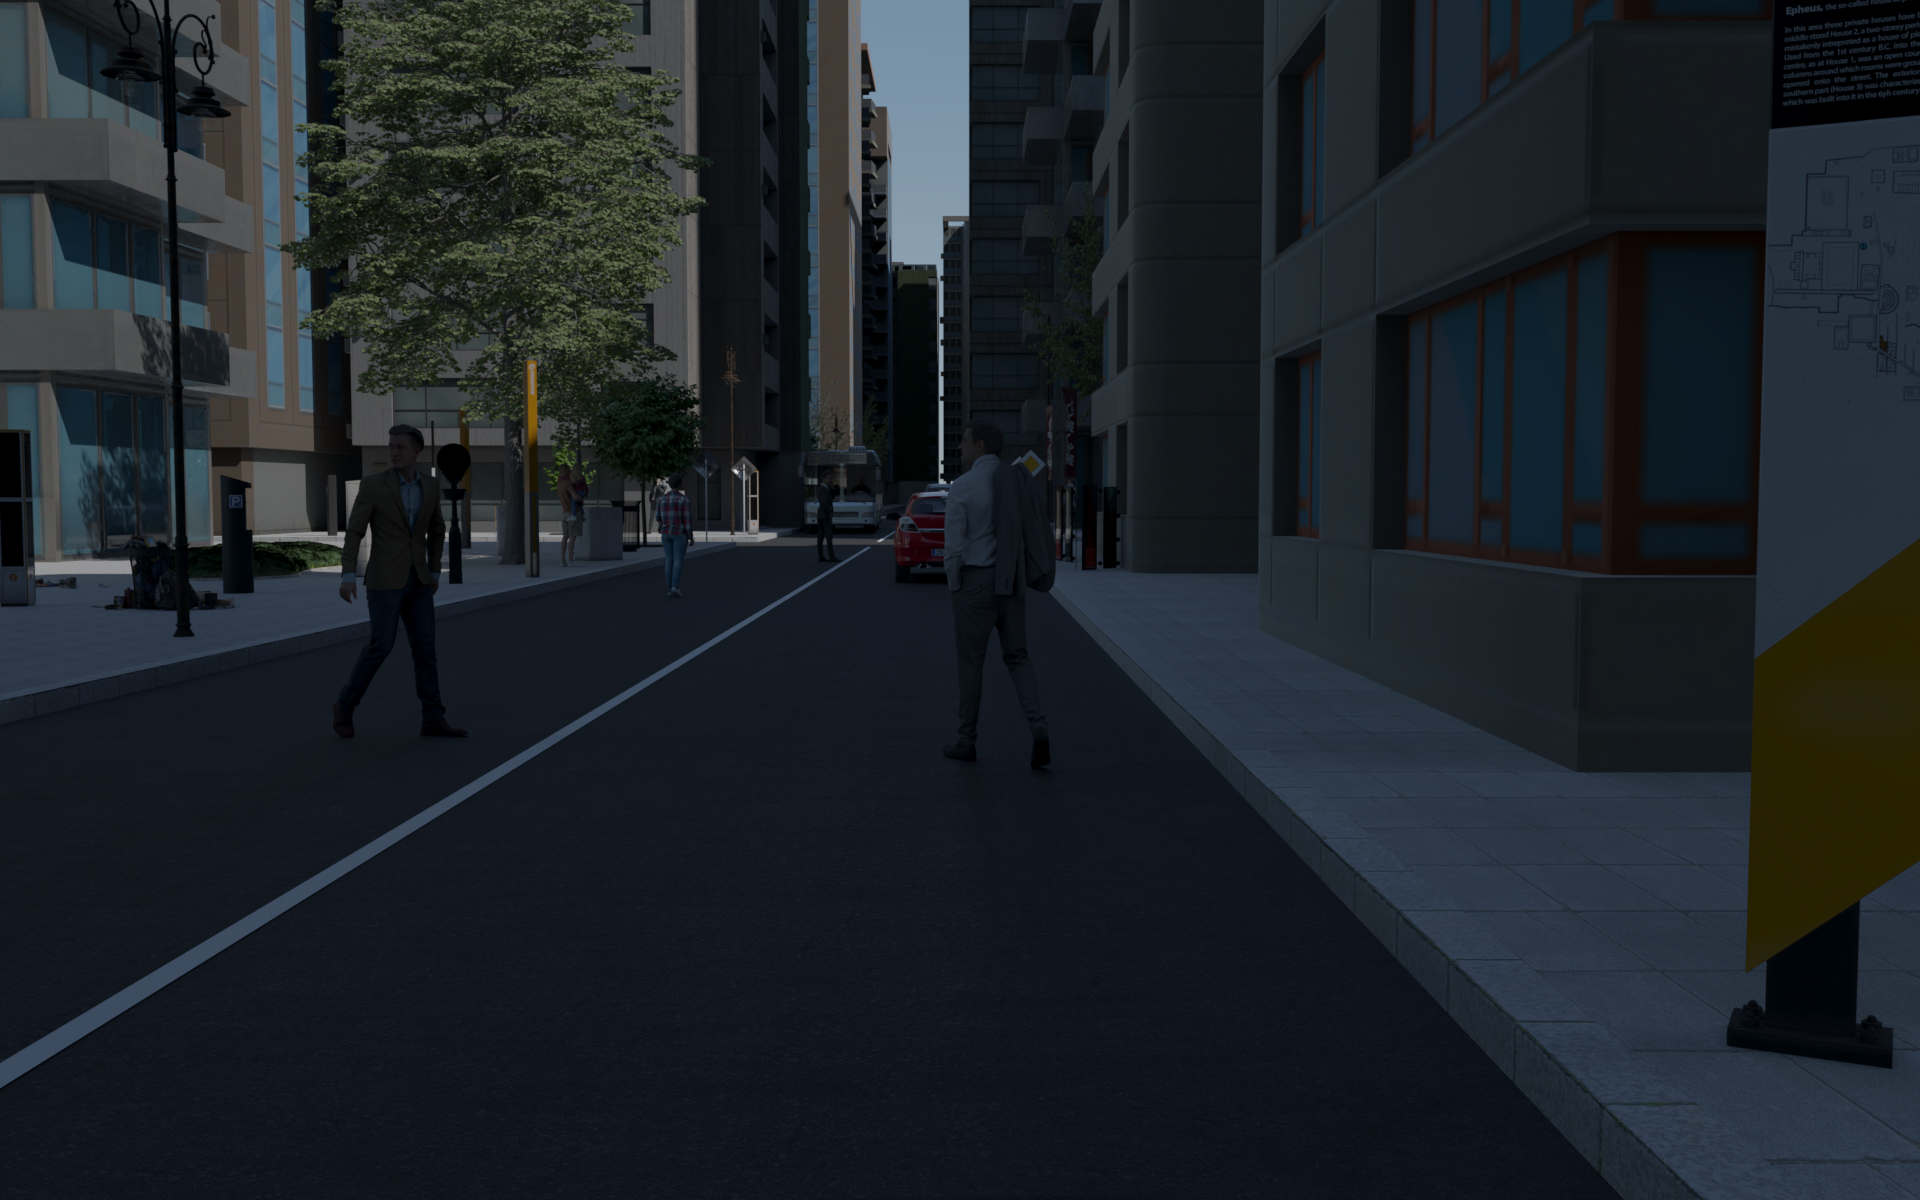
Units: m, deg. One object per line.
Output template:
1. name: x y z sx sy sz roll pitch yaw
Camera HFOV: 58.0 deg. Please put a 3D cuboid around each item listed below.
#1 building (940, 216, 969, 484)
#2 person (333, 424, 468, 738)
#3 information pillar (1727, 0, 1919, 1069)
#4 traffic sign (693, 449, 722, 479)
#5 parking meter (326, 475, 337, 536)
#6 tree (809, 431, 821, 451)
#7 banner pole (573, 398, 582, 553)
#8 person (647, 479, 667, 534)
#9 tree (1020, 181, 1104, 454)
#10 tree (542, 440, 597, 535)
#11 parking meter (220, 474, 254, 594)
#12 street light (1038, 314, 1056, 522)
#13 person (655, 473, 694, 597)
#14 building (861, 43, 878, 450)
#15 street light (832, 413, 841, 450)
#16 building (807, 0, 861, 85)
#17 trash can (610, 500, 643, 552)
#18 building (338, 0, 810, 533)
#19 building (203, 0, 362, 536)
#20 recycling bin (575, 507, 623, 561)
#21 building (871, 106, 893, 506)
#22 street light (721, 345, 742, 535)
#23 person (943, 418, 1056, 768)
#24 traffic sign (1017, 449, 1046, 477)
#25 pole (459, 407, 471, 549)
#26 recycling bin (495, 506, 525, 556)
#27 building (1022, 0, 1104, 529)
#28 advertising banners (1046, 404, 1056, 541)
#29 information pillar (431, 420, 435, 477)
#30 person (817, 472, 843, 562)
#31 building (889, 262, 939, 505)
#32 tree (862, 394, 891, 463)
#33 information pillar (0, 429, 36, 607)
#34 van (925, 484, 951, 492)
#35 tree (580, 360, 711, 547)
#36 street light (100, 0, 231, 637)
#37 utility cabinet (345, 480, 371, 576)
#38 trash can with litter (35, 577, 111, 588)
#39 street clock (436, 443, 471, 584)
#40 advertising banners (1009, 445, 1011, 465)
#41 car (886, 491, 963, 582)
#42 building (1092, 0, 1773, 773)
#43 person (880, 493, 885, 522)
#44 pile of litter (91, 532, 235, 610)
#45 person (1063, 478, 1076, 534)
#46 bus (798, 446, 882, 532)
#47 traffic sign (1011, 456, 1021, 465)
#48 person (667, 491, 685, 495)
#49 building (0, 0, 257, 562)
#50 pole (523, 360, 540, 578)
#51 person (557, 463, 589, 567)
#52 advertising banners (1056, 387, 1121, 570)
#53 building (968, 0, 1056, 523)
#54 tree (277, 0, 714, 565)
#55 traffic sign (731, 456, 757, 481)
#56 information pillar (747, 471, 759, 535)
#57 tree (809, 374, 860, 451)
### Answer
1. building: 9.378 -32.751 227.367 23.993 40.220 32.217 0 3 0
2. person: -3.333 -0.107 10.165 0.836 1.842 0.656 1 4 10
3. information pillar: 2.046 -0.766 3.874 0.504 3.616 0.183 2 4 28
4. traffic sign: -6.630 -2.629 45.180 0.795 2.593 0.064 0 3 0
5. parking meter: -19.272 -2.901 53.136 0.255 1.863 0.399 -2 4 -26
6. tree: -7.685 -5.700 76.908 4.285 4.588 4.351 0 3 0
7. banner pole: -8.272 -2.916 37.689 0.401 3.779 0.863 0 4 -8
8. person: -9.744 -3.072 55.637 0.648 1.900 0.474 1 4 9
9. tree: 3.507 -5.524 40.673 4.737 8.622 4.395 0 3 0
10. tree: -12.508 -3.661 54.451 1.663 3.219 1.824 0 3 0
11. parking meter: -9.352 -0.856 22.412 0.372 1.533 0.369 0 3 0
12. street light: 2.272 -4.387 44.516 0.468 5.910 1.993 0 3 0
13. person: -4.004 -0.910 24.221 0.563 1.720 0.643 1 4 23
14. building: -19.317 -31.307 166.496 22.147 44.769 28.867 0 3 0
15. street light: -7.066 -7.726 99.109 0.468 5.910 1.993 0 3 0
16. building: -13.816 -28.413 114.659 14.600 45.320 14.200 0 3 0
17. trash can: -7.444 -1.649 38.618 0.748 1.137 0.748 0 3 0
18. building: -13.022 -17.792 62.607 14.160 30.474 14.107 0 3 0
19. building: -28.562 -24.943 57.931 14.200 45.320 14.600 0 3 0
20. recycling bin: -7.021 -1.289 33.630 0.722 1.027 0.722 -3 4 -36
21. building: -15.055 -33.425 196.609 14.200 45.320 14.600 0 3 0
22. street light: -7.100 -4.961 53.901 0.468 5.910 1.993 0 3 0
23. person: 0.212 -0.035 9.169 0.679 1.850 0.850 -2 4 -33
24. traffic sign: 1.864 -2.629 45.176 0.795 2.593 0.064 0 3 0
25. pole: -11.599 -2.860 40.608 0.158 3.312 0.155 0 3 0
26. recycling bin: -9.408 -1.466 36.523 0.722 1.027 0.722 -1 4 -18
27. building: 17.651 -27.320 66.290 30.456 49.044 23.786 0 3 0
28. advertising banners: 1.916 -2.272 33.342 0.090 3.025 2.074 -1 4 -11
29. information pillar: -16.695 -3.888 54.927 0.183 3.616 0.504 -1 4 -16
30. person: -2.788 -1.760 36.638 0.474 1.900 0.648 -1 4 -23
31. building: -9.654 -27.321 218.399 14.107 30.474 14.160 0 3 0
32. tree: -7.083 -10.697 125.259 4.737 8.622 4.395 0 3 0
33. information pillar: -10.792 -0.935 19.787 0.304 2.012 0.304 -1 4 -12
34. van: -0.703 -3.974 71.980 2.013 2.044 4.112 0 4 2
35. tree: -7.660 -3.584 42.309 4.285 4.588 4.351 0 3 0
36. street light: -6.994 -2.608 15.430 0.468 5.910 1.993 0 3 0
37. utility cabinet: -9.400 -1.135 27.236 0.318 1.500 1.173 -1 4 -10
38. trash can with litter: -12.841 -0.772 23.682 2.233 1.210 1.678 0 4 4
39. street clock: -7.221 -1.234 24.742 0.471 2.002 0.358 -1 4 -17
40. advertising banners: 1.730 -4.015 61.836 0.090 3.025 2.074 0 4 6
41. car: -0.205 -1.260 29.647 2.155 1.783 4.494 0 4 -1
42. building: 16.638 -10.809 21.770 27.650 21.520 28.899 0 3 0
43. person: -4.198 -4.927 89.149 0.616 1.811 0.778 -2 4 -30
44. pile of litter: -8.987 -0.342 19.558 1.719 0.858 1.176 2 4 32
45. person: 3.436 -2.994 55.181 0.592 1.802 0.473 -2 4 -26
46. bus: -4.440 -4.439 67.432 2.948 3.499 13.247 0 4 -1
47. traffic sign: 1.849 -3.118 53.161 0.795 2.593 0.064 0 3 0
48. person: -7.857 -2.409 48.009 0.709 1.813 0.853 0 4 8
49. building: -30.895 -25.170 31.136 30.456 49.044 23.786 0 3 0
50. pole: -6.581 -2.002 26.577 0.158 3.312 0.155 0 3 0
51. person: -6.835 -1.498 30.510 0.580 1.828 0.573 0 4 1
52. advertising banners: 2.205 -2.021 29.228 0.090 3.025 2.074 2 4 32
53. building: 7.430 -24.421 82.873 14.154 41.232 14.086 0 3 0
54. tree: -8.346 -6.944 31.656 7.486 12.596 7.792 0 3 0
55. traffic sign: -6.646 -3.118 53.165 0.795 2.593 0.064 0 3 0
56. information pillar: -6.551 -3.075 54.762 0.304 2.012 0.304 -1 4 -19
57. tree: -8.322 -9.513 105.898 4.360 8.622 3.978 0 3 0
